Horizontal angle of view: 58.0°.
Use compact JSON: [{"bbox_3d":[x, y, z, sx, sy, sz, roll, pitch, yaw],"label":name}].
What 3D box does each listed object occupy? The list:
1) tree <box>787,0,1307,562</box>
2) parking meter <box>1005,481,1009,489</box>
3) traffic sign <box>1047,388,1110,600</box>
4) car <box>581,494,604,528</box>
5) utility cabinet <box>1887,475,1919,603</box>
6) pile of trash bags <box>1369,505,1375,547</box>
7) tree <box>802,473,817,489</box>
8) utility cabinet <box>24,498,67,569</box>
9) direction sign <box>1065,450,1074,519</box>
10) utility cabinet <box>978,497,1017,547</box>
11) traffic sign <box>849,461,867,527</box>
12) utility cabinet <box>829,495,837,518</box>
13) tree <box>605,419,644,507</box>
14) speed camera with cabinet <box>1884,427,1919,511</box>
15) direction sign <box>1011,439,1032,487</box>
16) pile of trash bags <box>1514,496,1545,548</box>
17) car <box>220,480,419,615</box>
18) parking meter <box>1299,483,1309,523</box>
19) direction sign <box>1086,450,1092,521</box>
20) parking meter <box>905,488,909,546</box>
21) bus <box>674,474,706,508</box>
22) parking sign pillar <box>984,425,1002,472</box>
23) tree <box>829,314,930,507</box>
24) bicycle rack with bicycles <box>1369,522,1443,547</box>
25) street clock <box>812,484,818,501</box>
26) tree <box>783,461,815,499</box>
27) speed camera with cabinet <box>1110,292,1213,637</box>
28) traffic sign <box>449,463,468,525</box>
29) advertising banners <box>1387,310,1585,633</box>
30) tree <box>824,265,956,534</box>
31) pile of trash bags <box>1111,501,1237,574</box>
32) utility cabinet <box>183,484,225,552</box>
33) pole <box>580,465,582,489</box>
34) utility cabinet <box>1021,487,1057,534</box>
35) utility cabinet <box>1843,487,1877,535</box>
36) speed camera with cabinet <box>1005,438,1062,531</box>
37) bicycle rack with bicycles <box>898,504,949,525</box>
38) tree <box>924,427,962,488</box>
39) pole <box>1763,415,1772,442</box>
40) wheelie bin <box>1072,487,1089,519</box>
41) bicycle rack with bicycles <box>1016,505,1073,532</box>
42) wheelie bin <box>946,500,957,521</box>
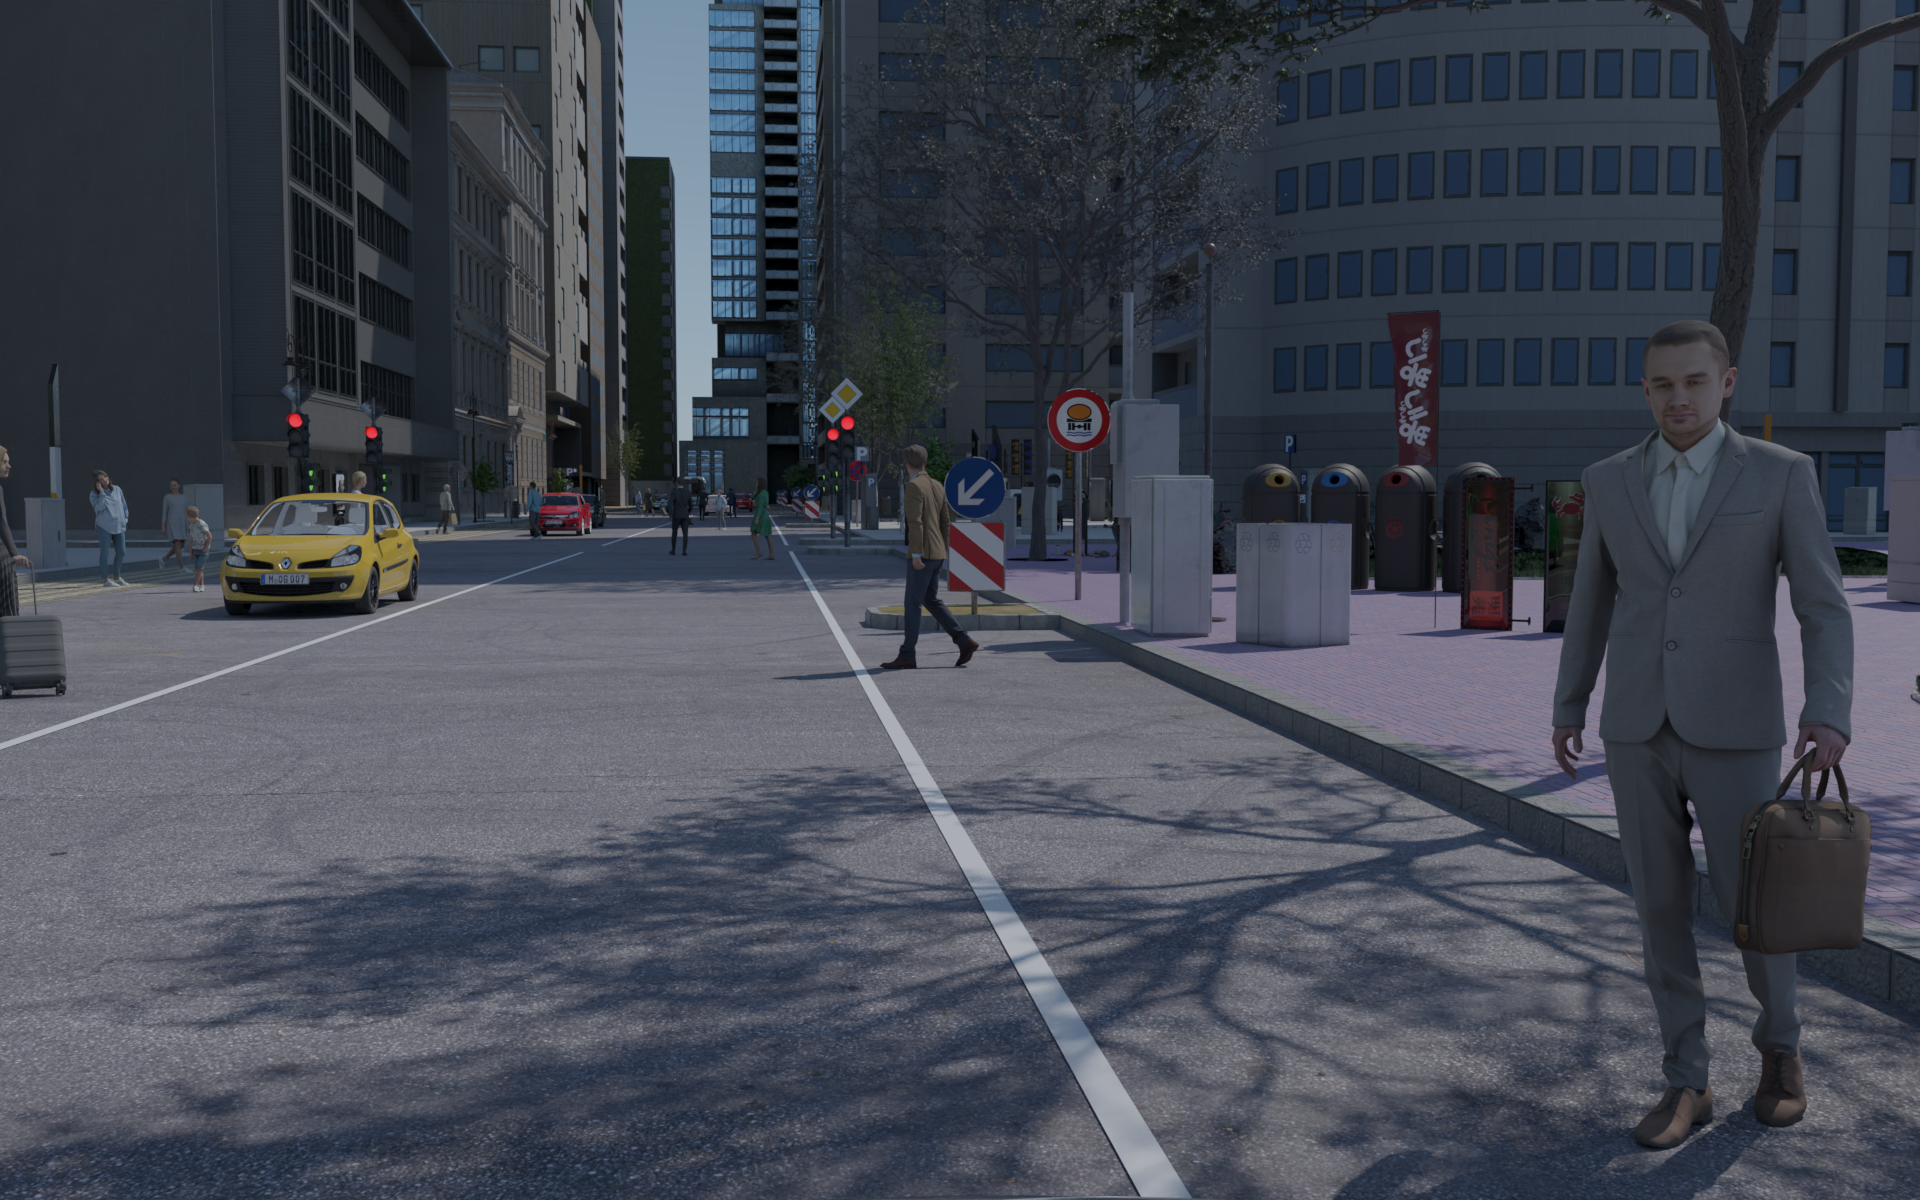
[{"bbox_3d":[1.644,-7.490,32.825,12.009,13.543,11.850,0,3,0],"label":"tree"},{"bbox_3d":[2.039,-4.482,78.992,0.399,1.863,0.255,1,4,16],"label":"parking meter"},{"bbox_3d":[1.432,-1.273,20.921,0.768,2.556,0.104,0,4,-2],"label":"traffic sign"},{"bbox_3d":[-16.234,-3.927,73.994,2.009,1.686,4.222,0,4,-6],"label":"car"},{"bbox_3d":[11.248,-0.698,20.094,0.318,1.500,1.173,0,4,-1],"label":"utility cabinet"},{"bbox_3d":[8.944,-1.778,38.823,1.912,1.369,3.447,-1,4,-11],"label":"pile of trash bags"},{"bbox_3d":[-13.851,-10.107,159.856,1.663,3.219,1.824,0,3,0],"label":"tree"},{"bbox_3d":[-15.854,-1.156,30.060,0.306,1.237,1.020,0,4,-7],"label":"utility cabinet"},{"bbox_3d":[5.792,-5.898,88.432,0.876,3.537,0.379,-1,4,-19],"label":"direction sign"},{"bbox_3d":[0.834,-1.874,41.800,1.020,1.237,0.306,1,4,15],"label":"utility cabinet"},{"bbox_3d":[-4.002,-4.114,67.371,0.768,2.556,0.104,0,4,-3],"label":"traffic sign"},{"bbox_3d":[-6.754,-4.964,92.327,0.306,1.237,1.020,-1,4,-11],"label":"utility cabinet"},{"bbox_3d":[-32.752,-13.402,169.489,4.737,8.622,4.395,0,3,0],"label":"tree"},{"bbox_3d":[13.586,-1.845,24.509,0.660,3.252,2.038,3,4,39],"label":"speed camera with cabinet"},{"bbox_3d":[2.542,-4.867,71.568,0.876,3.537,0.379,1,4,18],"label":"direction sign"},{"bbox_3d":[13.756,-1.928,41.271,3.447,1.369,1.912,2,4,27],"label":"pile of trash bags"},{"bbox_3d":[-7.981,-0.706,21.774,2.015,1.641,3.980,0,4,-7],"label":"car"},{"bbox_3d":[6.785,-1.608,34.697,0.372,1.533,0.369,0,3,0],"label":"parking meter"},{"bbox_3d":[6.239,-5.631,84.061,0.379,3.537,0.876,1,4,21],"label":"direction sign"},{"bbox_3d":[-1.191,-2.117,43.023,0.372,1.533,0.369,0,3,0],"label":"parking meter"},{"bbox_3d":[-28.017,-11.361,180.615,2.948,3.499,13.247,0,4,-6],"label":"bus"},{"bbox_3d":[1.294,-4.801,66.976,1.447,3.967,1.447,-1,4,-10],"label":"parking sign pillar"},{"bbox_3d":[-3.362,-7.325,70.132,4.360,8.622,3.978,0,3,0],"label":"tree"},{"bbox_3d":[8.527,-1.119,31.675,2.925,0.926,2.852,0,4,-1],"label":"bicycle rack with bicycles"},{"bbox_3d":[-10.015,-7.024,119.418,0.358,2.002,0.471,-2,4,-32],"label":"street clock"},{"bbox_3d":[-16.081,-11.541,172.410,4.285,4.588,4.351,0,3,0],"label":"tree"},{"bbox_3d":[1.900,-1.351,16.427,0.660,3.252,2.038,0,4,-5],"label":"speed camera with cabinet"},{"bbox_3d":[-20.761,-4.380,71.722,0.768,2.556,0.104,0,4,-4],"label":"traffic sign"},{"bbox_3d":[4.993,-1.227,16.250,2.074,3.025,0.090,2,4,33],"label":"advertising banners"},{"bbox_3d":[-1.972,-6.393,54.885,4.737,8.622,4.395,0,3,0],"label":"tree"},{"bbox_3d":[3.442,-1.175,28.958,1.912,1.369,3.447,-1,4,-13],"label":"pile of trash bags"},{"bbox_3d":[-16.795,-1.821,38.451,0.318,1.500,1.173,0,4,5],"label":"utility cabinet"},{"bbox_3d":[-26.641,-7.823,121.747,0.158,3.312,0.155,0,3,0],"label":"pole"},{"bbox_3d":[2.504,-2.811,54.641,1.173,1.500,0.318,3,4,38],"label":"utility cabinet"},{"bbox_3d":[28.184,-2.788,54.257,0.318,1.500,1.173,0,4,-7],"label":"utility cabinet"},{"bbox_3d":[2.584,-4.093,61.256,2.038,3.252,0.660,-1,4,-21],"label":"speed camera with cabinet"},{"bbox_3d":[-1.446,-3.682,73.582,2.852,0.926,2.925,1,4,9],"label":"bicycle rack with bicycles"},{"bbox_3d":[-0.796,-3.387,49.986,1.663,3.219,1.824,0,3,0],"label":"tree"},{"bbox_3d":[20.738,-3.102,44.562,0.158,3.312,0.155,0,3,0],"label":"pole"},{"bbox_3d":[5.765,-4.579,82.769,0.693,1.594,0.980,-1,4,-19],"label":"wheelie bin"},{"bbox_3d":[2.744,-2.752,58.370,2.852,0.926,2.925,-1,4,-12],"label":"bicycle rack with bicycles"},{"bbox_3d":[-0.497,-4.463,80.876,0.693,1.594,0.980,-2,4,-24],"label":"wheelie bin"}]
